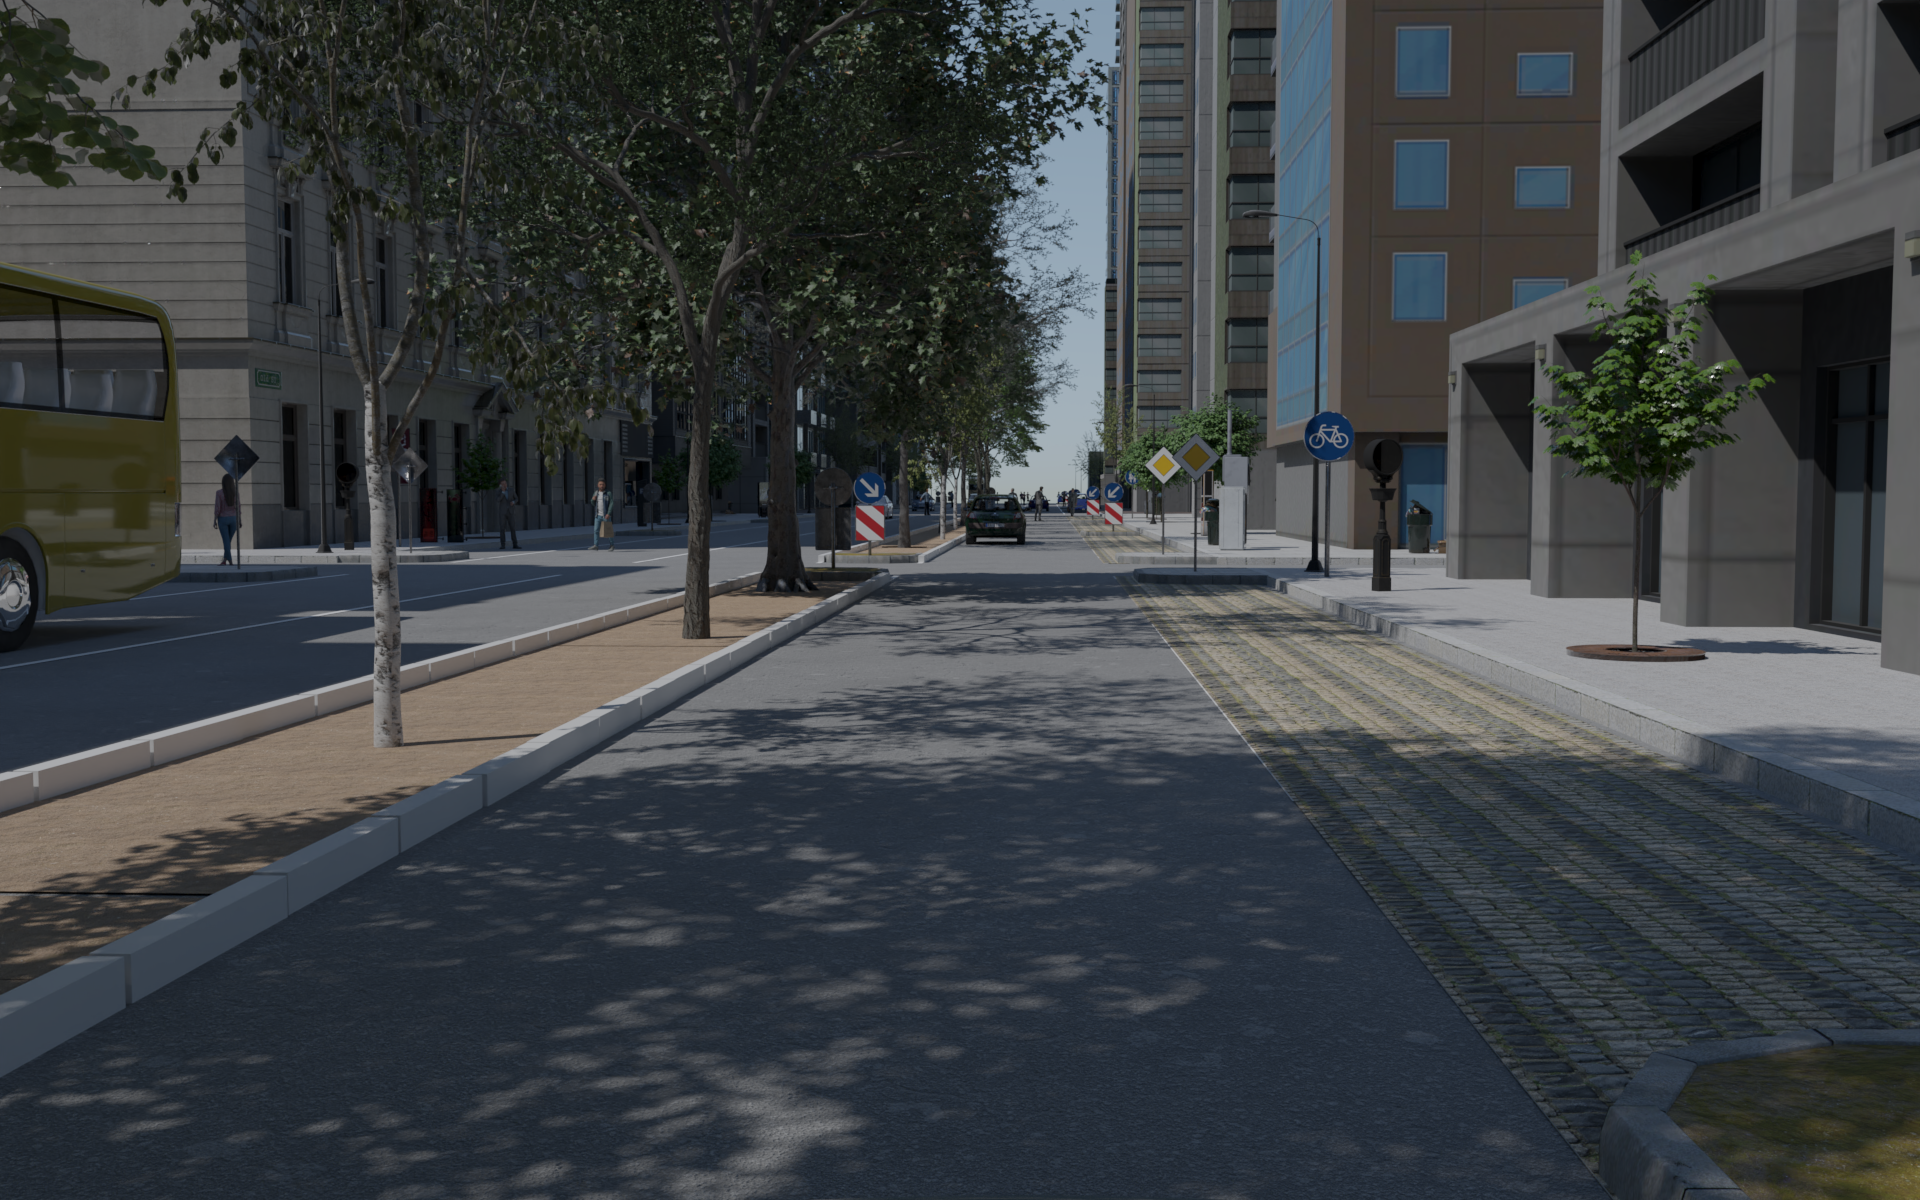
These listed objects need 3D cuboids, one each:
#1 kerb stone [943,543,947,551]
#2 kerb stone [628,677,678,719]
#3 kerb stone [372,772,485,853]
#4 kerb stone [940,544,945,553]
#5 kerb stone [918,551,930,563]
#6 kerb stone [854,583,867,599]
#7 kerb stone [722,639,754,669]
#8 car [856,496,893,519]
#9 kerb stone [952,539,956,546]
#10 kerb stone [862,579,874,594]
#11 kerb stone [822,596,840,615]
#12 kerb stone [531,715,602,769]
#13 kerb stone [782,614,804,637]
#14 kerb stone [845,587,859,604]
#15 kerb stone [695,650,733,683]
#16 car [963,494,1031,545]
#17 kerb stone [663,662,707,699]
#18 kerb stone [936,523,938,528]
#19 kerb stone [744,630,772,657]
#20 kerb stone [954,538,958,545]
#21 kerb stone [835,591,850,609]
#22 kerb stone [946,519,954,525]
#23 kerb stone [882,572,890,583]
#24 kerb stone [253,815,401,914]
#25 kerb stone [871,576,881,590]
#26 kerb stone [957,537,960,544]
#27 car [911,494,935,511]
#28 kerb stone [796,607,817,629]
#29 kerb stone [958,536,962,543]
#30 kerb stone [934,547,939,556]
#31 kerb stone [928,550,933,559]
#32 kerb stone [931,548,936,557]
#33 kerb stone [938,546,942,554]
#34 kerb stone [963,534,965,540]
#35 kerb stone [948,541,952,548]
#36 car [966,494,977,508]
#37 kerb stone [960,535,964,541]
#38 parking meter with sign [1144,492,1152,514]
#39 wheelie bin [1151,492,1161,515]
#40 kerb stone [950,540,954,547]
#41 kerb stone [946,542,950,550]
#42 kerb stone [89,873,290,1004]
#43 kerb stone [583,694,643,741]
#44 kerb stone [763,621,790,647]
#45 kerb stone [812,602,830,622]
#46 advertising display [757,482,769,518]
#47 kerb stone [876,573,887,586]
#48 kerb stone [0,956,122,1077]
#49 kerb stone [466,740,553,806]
[{"bbox_3d":[-0.468,-1.258,42.768,0.120,0.150,1.000,0,4,3],"label":"kerb stone"},{"bbox_3d":[-2.054,0.654,11.503,0.120,0.150,1.000,0,4,3],"label":"kerb stone"},{"bbox_3d":[-2.267,0.904,7.416,0.120,0.150,1.000,0,4,3],"label":"kerb stone"},{"bbox_3d":[-0.520,-1.195,41.737,0.120,0.150,1.000,0,4,3],"label":"kerb stone"},{"bbox_3d":[-0.783,-0.882,36.609,0.120,0.150,1.000,0,4,3],"label":"kerb stone"},{"bbox_3d":[-1.429,-0.094,23.808,0.120,0.150,1.000,0,4,3],"label":"kerb stone"},{"bbox_3d":[-1.899,0.471,14.581,0.120,0.150,1.000,0,4,3],"label":"kerb stone"},{"bbox_3d":[-4.917,-5.355,99.918,2.083,1.381,4.827,0,4,3],"label":"car"},{"bbox_3d":[-0.270,-1.508,46.859,0.120,0.150,1.000,0,4,3],"label":"kerb stone"},{"bbox_3d":[-1.380,-0.158,24.829,0.120,0.150,1.000,0,4,3],"label":"kerb stone"},{"bbox_3d":[-1.588,0.090,20.734,0.120,0.150,1.000,0,4,3],"label":"kerb stone"},{"bbox_3d":[-2.158,0.779,9.461,0.120,0.150,1.000,0,4,3],"label":"kerb stone"},{"bbox_3d":[-1.743,0.277,17.661,0.120,0.150,1.000,0,4,3],"label":"kerb stone"},{"bbox_3d":[-1.482,-0.036,22.787,0.120,0.150,1.000,0,4,3],"label":"kerb stone"},{"bbox_3d":[-1.952,0.528,13.555,0.120,0.150,1.000,0,4,3],"label":"kerb stone"},{"bbox_3d":[1.060,-2.488,50.469,2.009,1.686,4.222,0,4,2],"label":"car"},{"bbox_3d":[-2.010,0.591,12.526,0.120,0.150,1.000,0,4,3],"label":"kerb stone"},{"bbox_3d":[-1.121,-3.015,71.518,0.120,0.150,1.000,0,4,3],"label":"kerb stone"},{"bbox_3d":[-1.855,0.406,15.612,0.120,0.150,1.000,0,4,3],"label":"kerb stone"},{"bbox_3d":[-0.207,-1.570,47.879,0.120,0.150,1.000,0,4,3],"label":"kerb stone"},{"bbox_3d":[-1.533,0.027,21.761,0.120,0.150,1.000,0,4,3],"label":"kerb stone"},{"bbox_3d":[-0.504,-3.764,83.786,0.120,0.150,1.000,0,4,3],"label":"kerb stone"},{"bbox_3d":[-1.234,-0.347,27.902,0.120,0.150,1.000,0,4,3],"label":"kerb stone"},{"bbox_3d":[-2.318,0.970,6.388,0.120,0.150,1.000,0,4,3],"label":"kerb stone"},{"bbox_3d":[-1.327,-0.217,25.850,0.120,0.150,1.000,0,4,3],"label":"kerb stone"},{"bbox_3d":[-0.164,-1.633,48.900,0.120,0.150,1.000,0,4,3],"label":"kerb stone"},{"bbox_3d":[-3.057,-8.123,144.811,2.014,1.417,4.499,0,4,3],"label":"car"},{"bbox_3d":[-1.693,0.215,18.692,0.120,0.150,1.000,0,4,3],"label":"kerb stone"},{"bbox_3d":[-0.109,-1.695,49.929,0.120,0.150,1.000,0,4,3],"label":"kerb stone"},{"bbox_3d":[-0.634,-1.070,39.687,0.120,0.150,1.000,0,4,3],"label":"kerb stone"},{"bbox_3d":[-0.730,-0.945,37.643,0.120,0.150,1.000,0,4,3],"label":"kerb stone"},{"bbox_3d":[-0.686,-1.003,38.667,0.120,0.150,1.000,0,4,3],"label":"kerb stone"},{"bbox_3d":[-0.581,-1.132,40.708,0.120,0.150,1.000,0,4,3],"label":"kerb stone"},{"bbox_3d":[-0.011,-1.821,51.983,0.120,0.150,1.000,0,4,3],"label":"kerb stone"},{"bbox_3d":[-0.367,-1.383,44.814,0.120,0.150,1.000,0,4,3],"label":"kerb stone"},{"bbox_3d":[1.619,-10.085,175.111,2.015,1.641,3.980,0,4,3],"label":"car"},{"bbox_3d":[-0.054,-1.752,50.957,0.120,0.150,1.000,0,4,3],"label":"kerb stone"},{"bbox_3d":[12.360,-6.969,110.197,0.543,3.016,1.738,-2,4,-31],"label":"parking meter with sign"},{"bbox_3d":[12.019,-5.938,104.992,0.980,1.594,0.693,3,5,42],"label":"wheelie bin"},{"bbox_3d":[-0.317,-1.444,45.835,0.120,0.150,1.000,0,4,3],"label":"kerb stone"},{"bbox_3d":[-0.417,-1.319,43.788,0.120,0.150,1.000,0,4,3],"label":"kerb stone"},{"bbox_3d":[-2.362,1.038,5.367,0.120,0.150,1.000,0,4,3],"label":"kerb stone"},{"bbox_3d":[-2.111,0.716,10.482,0.120,0.150,1.000,0,4,3],"label":"kerb stone"},{"bbox_3d":[-1.794,0.341,16.640,0.120,0.150,1.000,0,4,3],"label":"kerb stone"},{"bbox_3d":[-1.635,0.153,19.713,0.120,0.150,1.000,0,4,3],"label":"kerb stone"},{"bbox_3d":[-10.691,-5.441,94.180,0.123,1.923,0.974,2,4,26],"label":"advertising display"},{"bbox_3d":[-1.276,-0.287,26.881,0.120,0.150,1.000,0,4,3],"label":"kerb stone"},{"bbox_3d":[-2.412,1.098,4.332,0.120,0.150,1.000,0,4,3],"label":"kerb stone"},{"bbox_3d":[-2.201,0.841,8.440,0.120,0.150,1.000,0,4,3],"label":"kerb stone"}]
